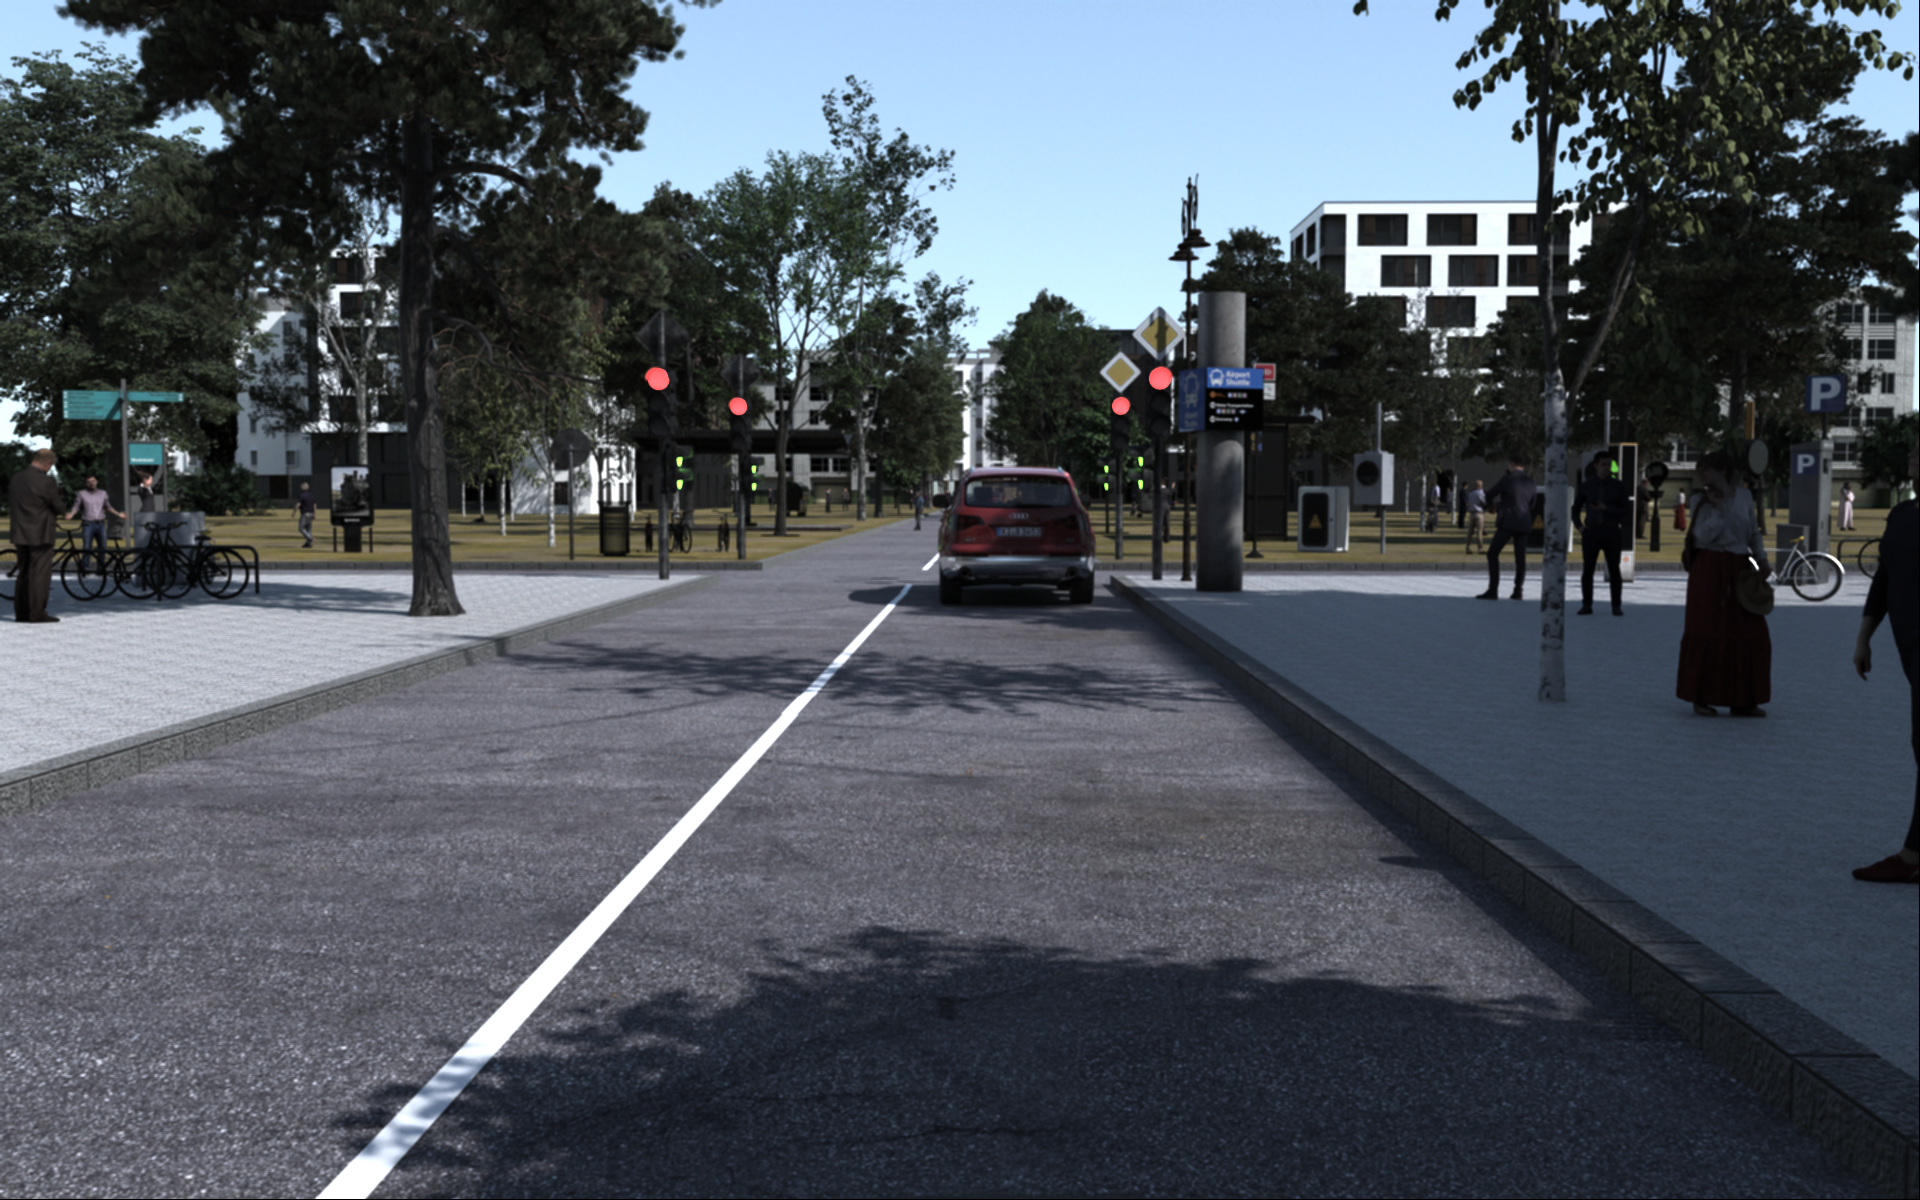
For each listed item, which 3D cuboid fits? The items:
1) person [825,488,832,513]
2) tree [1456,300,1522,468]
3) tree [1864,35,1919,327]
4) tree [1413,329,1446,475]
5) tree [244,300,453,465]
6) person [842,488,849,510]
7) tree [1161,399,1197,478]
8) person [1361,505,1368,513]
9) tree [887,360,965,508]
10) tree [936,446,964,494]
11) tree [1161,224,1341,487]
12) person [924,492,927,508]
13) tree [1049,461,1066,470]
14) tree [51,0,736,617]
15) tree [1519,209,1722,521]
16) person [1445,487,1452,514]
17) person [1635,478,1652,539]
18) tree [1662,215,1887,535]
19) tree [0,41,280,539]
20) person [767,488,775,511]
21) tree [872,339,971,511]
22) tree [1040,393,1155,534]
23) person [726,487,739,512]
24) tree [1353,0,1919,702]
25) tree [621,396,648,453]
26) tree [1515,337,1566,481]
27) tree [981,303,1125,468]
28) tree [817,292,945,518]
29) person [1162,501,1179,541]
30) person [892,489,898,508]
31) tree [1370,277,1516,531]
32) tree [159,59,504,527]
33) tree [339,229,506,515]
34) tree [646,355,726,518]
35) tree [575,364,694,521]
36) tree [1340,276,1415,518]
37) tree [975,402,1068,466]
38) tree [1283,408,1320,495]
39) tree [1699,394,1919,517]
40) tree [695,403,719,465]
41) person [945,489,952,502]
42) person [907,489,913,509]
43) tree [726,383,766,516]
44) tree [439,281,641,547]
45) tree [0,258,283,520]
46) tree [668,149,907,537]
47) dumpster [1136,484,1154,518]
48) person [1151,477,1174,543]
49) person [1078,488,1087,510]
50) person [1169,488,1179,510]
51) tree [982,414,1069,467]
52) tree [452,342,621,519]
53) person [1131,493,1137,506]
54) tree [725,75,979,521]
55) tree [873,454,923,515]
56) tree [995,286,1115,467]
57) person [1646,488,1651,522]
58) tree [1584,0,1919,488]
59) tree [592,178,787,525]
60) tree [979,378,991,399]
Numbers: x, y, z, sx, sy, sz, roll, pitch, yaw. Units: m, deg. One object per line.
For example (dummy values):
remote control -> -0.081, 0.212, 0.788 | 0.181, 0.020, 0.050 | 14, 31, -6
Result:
person -> -8.987, -6.825, 118.436 | 0.445, 1.727, 0.742 | 0, 4, -4
tree -> 30.895, -10.603, 95.407 | 6.751, 12.117, 7.091 | 0, 3, 0
tree -> 11.525, -5.658, 14.567 | 6.751, 12.117, 7.091 | 0, 3, 0
tree -> 22.514, -10.424, 92.496 | 6.751, 12.117, 7.091 | 0, 3, 0
tree -> -29.512, -8.963, 80.962 | 8.767, 10.594, 7.601 | 0, 4, 3
person -> -9.042, -7.972, 136.910 | 0.617, 1.759, 0.750 | 0, 4, -7
tree -> 14.424, -9.512, 105.886 | 4.360, 8.622, 3.978 | 0, 3, 0
person -> 27.985, -6.971, 119.657 | 1.348, 1.869, 0.705 | -1, 4, -11
tree -> -3.464, -15.634, 163.033 | 7.806, 13.903, 7.818 | 0, 3, 0
tree -> -1.807, -13.410, 169.616 | 4.737, 8.622, 4.395 | 0, 3, 0
tree -> 11.397, -8.999, 69.182 | 6.751, 12.117, 7.091 | 0, 3, 0
person -> -3.159, -9.260, 160.664 | 0.599, 1.433, 0.991 | -3, 5, -41
tree -> 5.634, -6.470, 100.382 | 1.663, 3.219, 1.824 | 0, 3, 0
tree -> -5.682, -5.870, 18.036 | 6.751, 12.117, 7.091 | 0, 3, 0
tree -> 24.913, -8.738, 64.928 | 6.751, 12.117, 7.091 | 0, 3, 0
person -> 31.115, -6.316, 110.227 | 0.541, 1.710, 0.530 | -1, 4, -15
person -> 19.558, -2.622, 49.592 | 0.600, 1.739, 0.565 | -3, 5, -41
tree -> 24.562, -7.287, 53.553 | 7.601, 10.594, 8.767 | 1, 4, 17
tree -> -24.206, -8.737, 49.511 | 9.857, 13.997, 8.962 | 0, 3, 0
person -> -14.610, -7.788, 133.821 | 0.683, 1.767, 0.568 | 1, 4, 16
tree -> -2.532, -12.778, 127.048 | 7.486, 12.596, 7.792 | 0, 3, 0
tree -> 4.764, -4.442, 56.335 | 4.285, 4.588, 4.351 | 0, 3, 0
person -> -15.708, -7.041, 121.293 | 1.348, 1.807, 0.705 | 0, 4, -8
tree -> 3.867, -3.670, 10.366 | 4.737, 8.622, 4.395 | 0, 3, 0
tree -> -21.838, -10.492, 105.955 | 8.767, 10.594, 7.601 | 1, 4, 11
tree -> 26.310, -7.949, 80.328 | 4.360, 8.622, 3.978 | 0, 3, 0
tree -> 4.863, -10.243, 93.222 | 9.928, 11.665, 9.643 | 0, 3, 0
tree -> -4.379, -10.488, 93.526 | 6.751, 12.117, 7.091 | 0, 3, 0
person -> 5.580, -2.344, 46.730 | 0.546, 1.535, 0.453 | -1, 4, -11
person -> -5.823, -9.019, 154.327 | 0.721, 1.723, 1.217 | 1, 4, 12
tree -> 16.240, -6.685, 59.659 | 4.360, 8.622, 3.978 | 0, 3, 0
tree -> -24.798, -12.946, 67.554 | 12.611, 20.169, 13.585 | 0, 3, 0
tree -> -14.930, -5.968, 47.934 | 4.360, 8.622, 3.978 | 0, 3, 0
tree -> -14.685, -8.439, 88.337 | 4.737, 8.622, 4.395 | 0, 3, 0
tree -> -15.610, -8.004, 81.227 | 4.360, 8.622, 3.978 | 0, 3, 0
tree -> 17.319, -9.772, 81.828 | 6.751, 12.117, 7.091 | 0, 3, 0
tree -> 6.633, -15.880, 170.011 | 12.009, 13.543, 11.850 | 0, 3, 0
tree -> 19.546, -9.415, 104.293 | 4.360, 8.622, 3.978 | 0, 3, 0
tree -> 48.379, -8.115, 95.591 | 11.467, 7.101, 20.602 | -2, 4, -30
tree -> -15.236, -8.764, 93.649 | 4.360, 8.622, 3.978 | 0, 3, 0
person -> -0.801, -6.631, 117.360 | 0.683, 1.767, 0.568 | 2, 4, 28
person -> -4.214, -8.445, 144.926 | 0.742, 1.727, 0.445 | 2, 4, 31
tree -> -13.160, -9.132, 99.676 | 4.737, 8.622, 4.395 | 0, 3, 0
tree -> -9.966, -5.598, 41.887 | 4.737, 8.622, 4.395 | 0, 3, 0
tree -> -49.133, -12.269, 102.426 | 18.604, 14.587, 13.155 | 0, 4, -7
tree -> -5.356, -7.740, 52.301 | 9.928, 11.665, 9.643 | 0, 3, 0
dumpster -> 10.203, -5.366, 93.490 | 1.264, 1.857, 1.865 | 0, 4, 1
person -> 5.360, -2.370, 45.587 | 0.445, 1.727, 0.742 | 2, 4, 28
person -> 5.067, -3.945, 72.750 | 0.590, 1.554, 0.614 | 0, 4, 6
person -> 17.577, -8.305, 142.346 | 1.217, 1.766, 0.721 | -3, 5, -42
tree -> 5.512, -12.388, 136.951 | 8.767, 10.594, 7.601 | 1, 4, 19
tree -> -23.689, -9.508, 89.867 | 8.767, 10.594, 7.601 | 2, 4, 24
person -> 17.571, -10.113, 174.629 | 0.697, 1.427, 0.421 | -2, 4, -32
tree -> -5.579, -13.788, 81.320 | 12.611, 20.169, 13.585 | 0, 3, 0
tree -> -3.717, -7.486, 106.105 | 4.285, 4.588, 4.351 | 0, 3, 0
tree -> 6.041, -12.115, 105.497 | 7.806, 13.903, 7.818 | 0, 3, 0
person -> 31.096, -4.297, 78.517 | 0.429, 1.552, 0.499 | 3, 5, 42
tree -> 19.876, -8.327, 43.569 | 7.806, 13.903, 7.818 | 0, 3, 0
tree -> -10.832, -9.910, 69.457 | 7.806, 13.903, 7.818 | 0, 3, 0
tree -> -3.460, -18.022, 150.547 | 12.611, 20.169, 13.585 | 0, 3, 0
